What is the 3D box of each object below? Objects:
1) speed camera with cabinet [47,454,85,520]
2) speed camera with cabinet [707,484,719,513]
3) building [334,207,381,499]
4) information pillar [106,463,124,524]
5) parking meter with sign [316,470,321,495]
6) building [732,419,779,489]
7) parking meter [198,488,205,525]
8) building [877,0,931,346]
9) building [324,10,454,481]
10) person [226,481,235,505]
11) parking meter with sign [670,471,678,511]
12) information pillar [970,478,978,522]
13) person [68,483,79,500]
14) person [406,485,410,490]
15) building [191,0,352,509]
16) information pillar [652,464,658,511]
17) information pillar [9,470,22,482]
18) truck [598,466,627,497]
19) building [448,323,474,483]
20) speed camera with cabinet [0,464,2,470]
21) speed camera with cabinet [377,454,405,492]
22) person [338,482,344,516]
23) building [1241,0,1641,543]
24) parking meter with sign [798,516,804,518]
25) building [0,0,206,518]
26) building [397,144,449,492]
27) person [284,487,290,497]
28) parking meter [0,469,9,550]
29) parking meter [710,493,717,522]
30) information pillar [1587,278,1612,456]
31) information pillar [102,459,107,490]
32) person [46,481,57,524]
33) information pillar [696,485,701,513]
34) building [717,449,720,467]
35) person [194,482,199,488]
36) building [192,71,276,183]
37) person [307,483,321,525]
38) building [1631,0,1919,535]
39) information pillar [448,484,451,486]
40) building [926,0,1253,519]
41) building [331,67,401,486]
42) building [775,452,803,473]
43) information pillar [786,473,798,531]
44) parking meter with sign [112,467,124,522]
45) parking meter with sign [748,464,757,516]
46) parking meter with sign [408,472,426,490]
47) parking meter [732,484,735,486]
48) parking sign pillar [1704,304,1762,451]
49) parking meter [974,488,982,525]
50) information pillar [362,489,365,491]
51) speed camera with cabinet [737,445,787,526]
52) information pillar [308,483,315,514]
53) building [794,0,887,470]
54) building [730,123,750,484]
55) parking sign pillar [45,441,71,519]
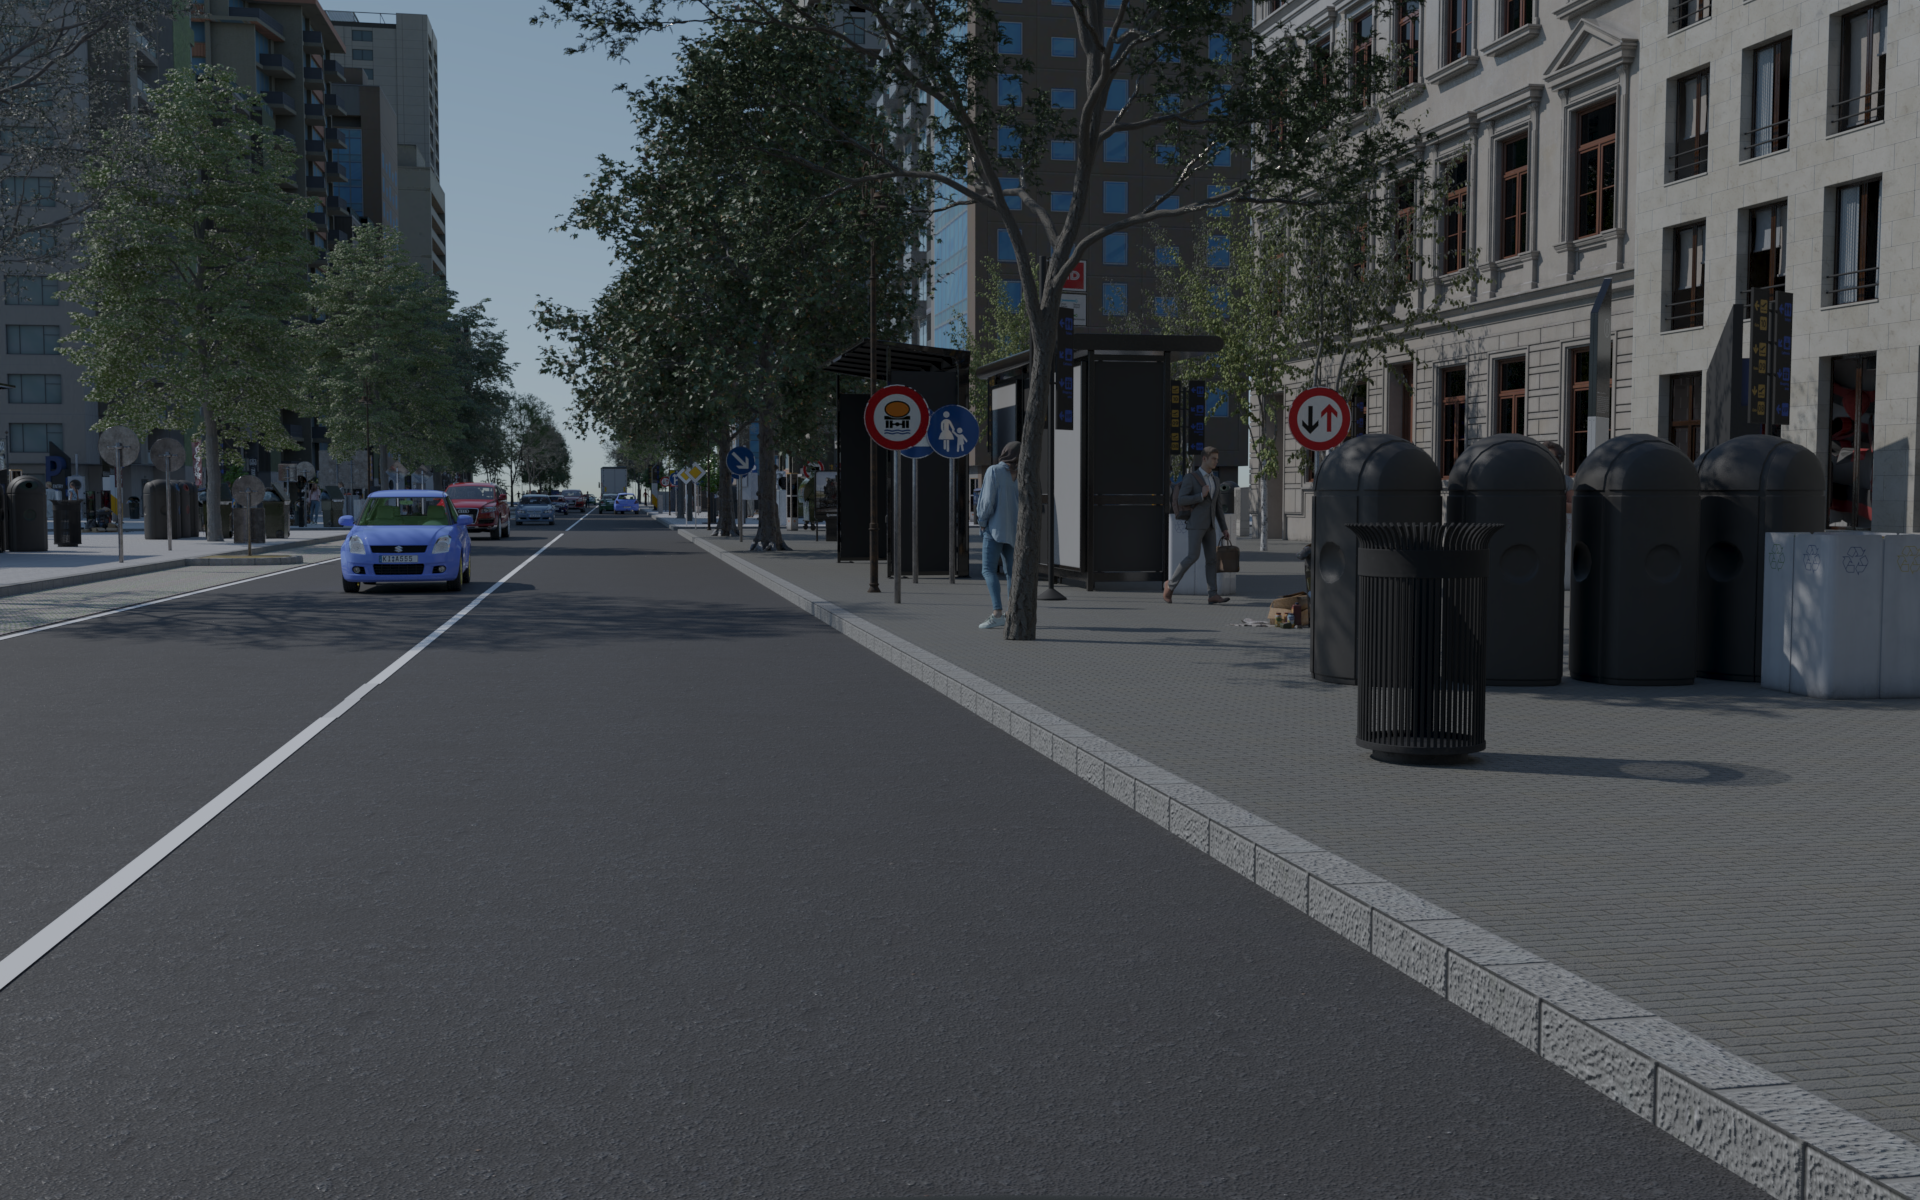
[{"bbox_3d":[-44.241,-5.560,85.248,2.038,3.252,0.660,-1,4,-16],"label":"speed camera with cabinet"},{"bbox_3d":[-16.768,-7.560,117.936,0.660,3.252,2.038,0,4,4],"label":"speed camera with cabinet"},{"bbox_3d":[-66.008,-24.472,171.821,14.160,30.474,14.107,-1,4,-11],"label":"building"},{"bbox_3d":[-36.598,-5.124,75.128,0.504,3.616,0.183,-1,4,-16],"label":"information pillar"},{"bbox_3d":[-47.421,-7.995,126.979,0.543,3.016,1.738,1,4,16],"label":"parking meter with sign"},{"bbox_3d":[-26.133,-36.966,254.510,14.600,45.320,14.200,-1,4,-11],"label":"building"},{"bbox_3d":[-29.129,-3.561,66.637,0.372,1.533,0.369,0,3,0],"label":"parking meter"},{"bbox_3d":[5.797,-31.420,133.321,23.786,49.044,30.456,-1,4,-11],"label":"building"},{"bbox_3d":[-87.339,-50.413,262.507,20.563,71.187,20.611,-1,4,-11],"label":"building"},{"bbox_3d":[-29.983,-3.961,70.904,0.616,1.811,0.778,3,5,42],"label":"person"},{"bbox_3d":[-21.234,-8.116,128.951,0.543,3.016,1.738,-2,4,-30],"label":"parking meter with sign"},{"bbox_3d":[0.650,-4.606,79.803,0.304,2.012,0.304,2,4,27],"label":"information pillar"},{"bbox_3d":[-41.239,-4.557,80.650,0.778,1.811,0.616,2,4,27],"label":"person"},{"bbox_3d":[-33.425,-6.046,104.984,0.616,1.811,0.778,-2,4,-35],"label":"person"},{"bbox_3d":[-65.348,-30.264,149.443,22.147,44.769,28.867,-1,4,-11],"label":"building"},{"bbox_3d":[-23.373,-8.639,132.607,0.183,3.616,0.504,3,5,42],"label":"information pillar"},{"bbox_3d":[-28.523,-2.928,52.365,0.304,2.012,0.304,-3,4,-37],"label":"information pillar"},{"bbox_3d":[-36.355,-11.782,181.549,2.839,4.237,11.283,-1,4,-13],"label":"truck"},{"bbox_3d":[-87.114,-31.194,281.728,14.160,30.474,14.107,-1,4,-11],"label":"building"},{"bbox_3d":[-28.685,-3.404,49.985,2.038,3.252,0.660,1,4,15],"label":"speed camera with cabinet"},{"bbox_3d":[-28.521,-5.653,86.757,0.660,3.252,2.038,-3,5,-42],"label":"speed camera with cabinet"},{"bbox_3d":[-25.536,-3.961,71.084,0.573,1.790,0.520,-2,4,-32],"label":"person"},{"bbox_3d":[15.285,-12.547,41.308,11.583,22.565,21.152,-1,4,-11],"label":"building"},{"bbox_3d":[-8.246,-5.840,91.742,1.738,3.016,0.543,0,4,6],"label":"parking meter with sign"},{"bbox_3d":[-50.879,-25.159,94.939,14.154,41.232,14.086,-1,4,-11],"label":"building"},{"bbox_3d":[-83.481,-37.783,241.458,21.300,48.544,21.600,-1,4,-11],"label":"building"},{"bbox_3d":[-38.726,-5.654,99.492,0.512,1.701,0.522,0,4,5],"label":"person"},{"bbox_3d":[-21.978,-2.071,39.570,0.399,1.863,0.255,-3,5,-39],"label":"parking meter"},{"bbox_3d":[-11.149,-4.253,77.943,0.372,1.533,0.369,0,3,0],"label":"parking meter"},{"bbox_3d":[6.894,-1.673,18.702,0.183,3.616,0.504,3,4,37],"label":"information pillar"},{"bbox_3d":[-41.794,-5.728,85.006,0.504,3.616,0.183,-1,4,-22],"label":"information pillar"},{"bbox_3d":[-36.111,-3.809,68.665,0.624,1.780,0.694,3,4,39],"label":"person"},{"bbox_3d":[-17.694,-6.888,117.106,0.304,2.012,0.304,-2,4,-26],"label":"information pillar"},{"bbox_3d":[-34.706,-32.090,296.376,14.160,30.474,14.107,-1,4,-11],"label":"building"},{"bbox_3d":[-32.313,-4.114,73.291,0.713,1.824,0.794,-1,4,-14],"label":"person"},{"bbox_3d":[-55.547,-21.251,119.149,14.160,30.474,14.107,-1,4,-11],"label":"building"},{"bbox_3d":[-26.983,-4.018,72.331,0.593,1.750,0.643,-1,4,-12],"label":"person"},{"bbox_3d":[18.500,-10.270,22.674,10.420,20.320,16.860,-1,4,-11],"label":"building"},{"bbox_3d":[-35.694,-7.129,121.051,0.304,2.012,0.304,3,4,37],"label":"information pillar"},{"bbox_3d":[6.349,-27.041,92.236,14.200,45.320,14.600,-1,4,-11],"label":"building"},{"bbox_3d":[-67.981,-32.738,185.381,14.600,45.320,14.200,-1,4,-11],"label":"building"},{"bbox_3d":[-10.131,-33.018,194.462,22.147,44.769,28.867,-1,4,-11],"label":"building"},{"bbox_3d":[-5.869,-3.432,60.606,0.304,2.012,0.304,-3,4,-39],"label":"information pillar"},{"bbox_3d":[-38.832,-5.109,79.798,0.543,3.016,1.738,-2,4,-28],"label":"parking meter with sign"},{"bbox_3d":[-12.354,-6.461,101.891,0.543,3.016,1.738,-1,4,-16],"label":"parking meter with sign"},{"bbox_3d":[-33.680,-6.833,107.985,0.543,3.016,1.738,3,4,37],"label":"parking meter with sign"},{"bbox_3d":[-13.526,-5.970,103.312,0.255,1.863,0.399,-3,5,-42],"label":"parking meter"},{"bbox_3d":[11.249,-2.250,25.258,1.447,3.967,1.447,1,4,8],"label":"parking sign pillar"},{"bbox_3d":[0.752,-3.903,72.230,0.372,1.533,0.369,0,3,0],"label":"parking meter"},{"bbox_3d":[-47.039,-8.884,136.613,0.183,3.616,0.504,0,4,-7],"label":"information pillar"},{"bbox_3d":[-8.037,-4.646,70.292,2.038,3.252,0.660,2,4,25],"label":"speed camera with cabinet"},{"bbox_3d":[-41.768,-6.550,111.580,0.304,2.012,0.304,0,4,-6],"label":"information pillar"},{"bbox_3d":[-1.766,-35.350,167.203,28.713,52.752,27.495,-1,4,-11],"label":"building"},{"bbox_3d":[-26.948,-44.864,275.530,21.231,58.520,28.212,-1,4,-11],"label":"building"},{"bbox_3d":[-45.831,-6.091,88.064,1.447,3.967,1.447,1,4,21],"label":"parking sign pillar"}]
